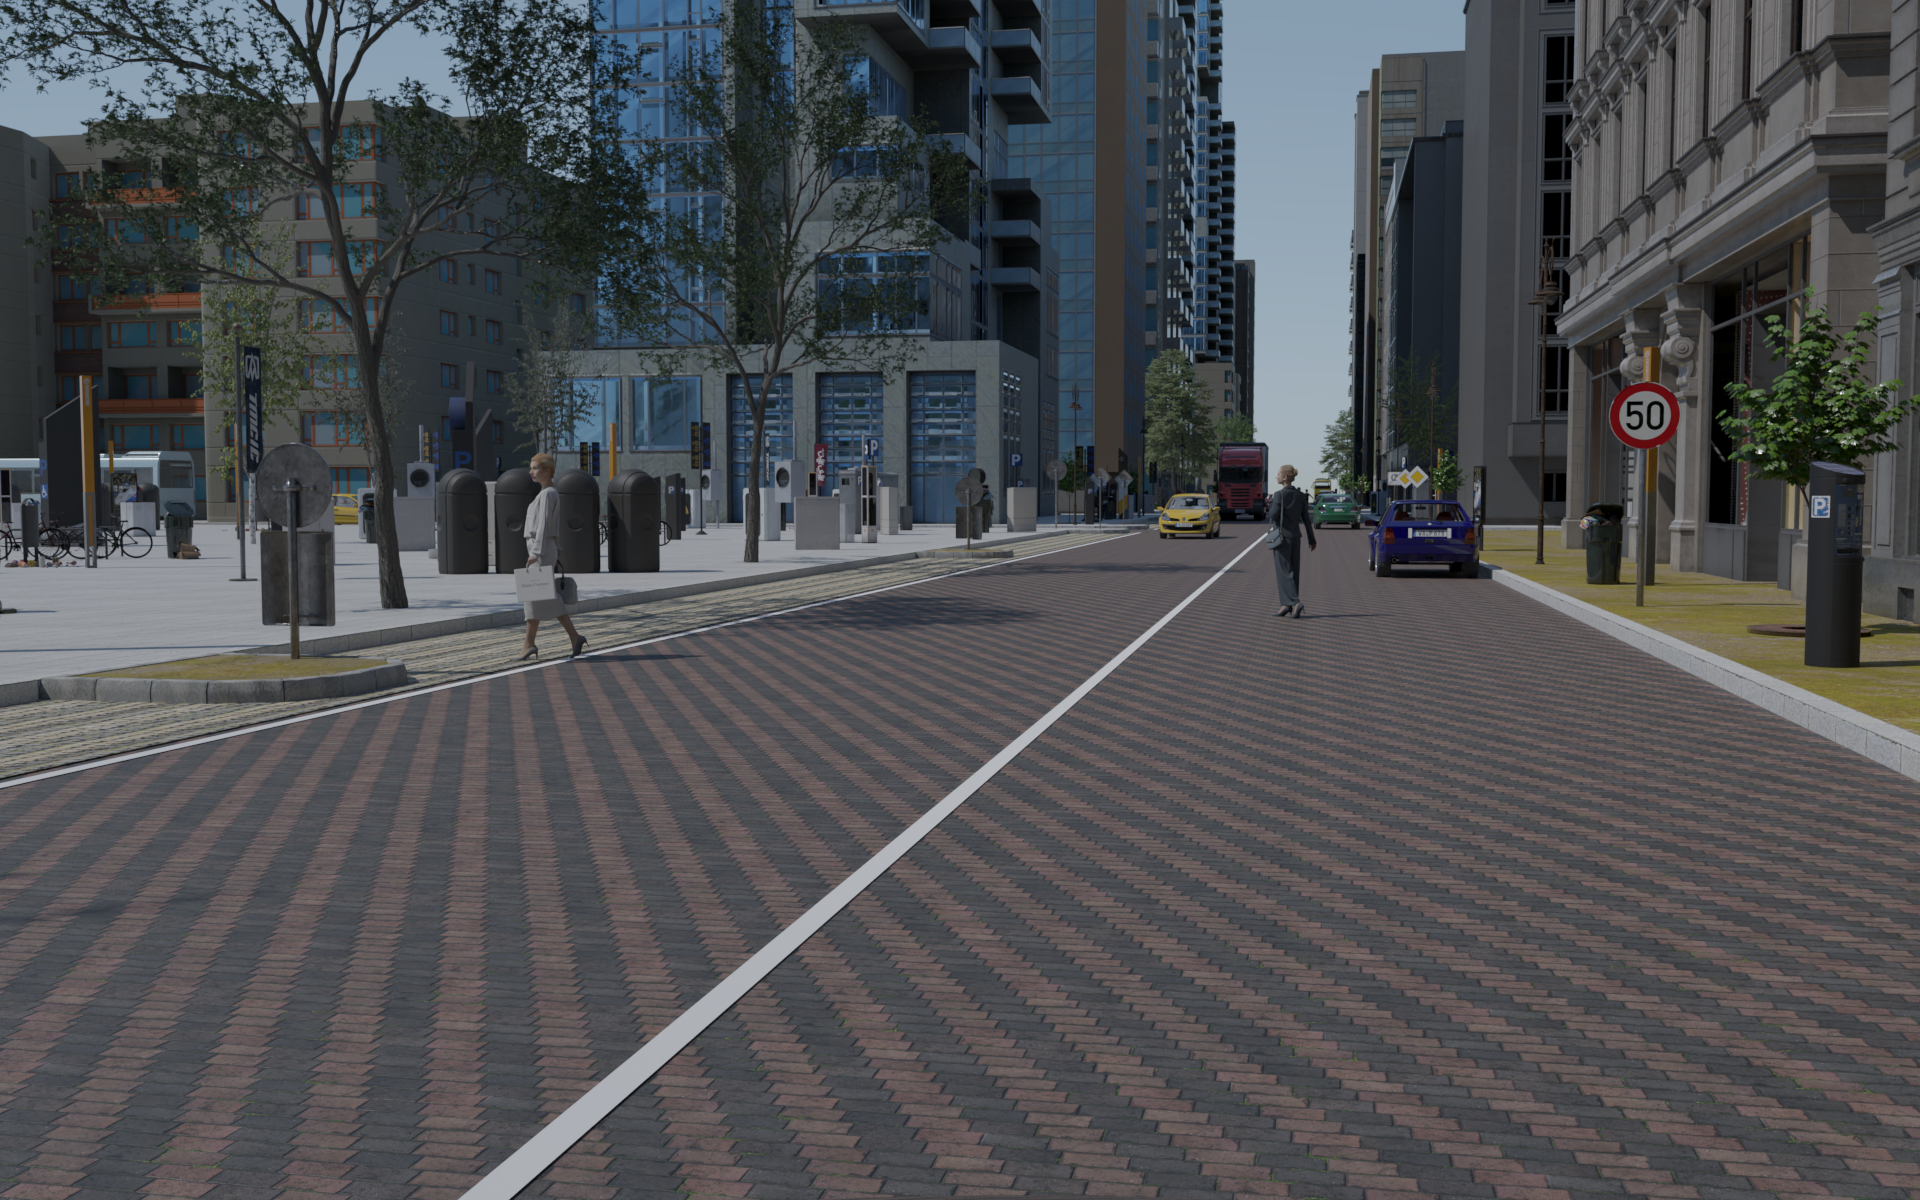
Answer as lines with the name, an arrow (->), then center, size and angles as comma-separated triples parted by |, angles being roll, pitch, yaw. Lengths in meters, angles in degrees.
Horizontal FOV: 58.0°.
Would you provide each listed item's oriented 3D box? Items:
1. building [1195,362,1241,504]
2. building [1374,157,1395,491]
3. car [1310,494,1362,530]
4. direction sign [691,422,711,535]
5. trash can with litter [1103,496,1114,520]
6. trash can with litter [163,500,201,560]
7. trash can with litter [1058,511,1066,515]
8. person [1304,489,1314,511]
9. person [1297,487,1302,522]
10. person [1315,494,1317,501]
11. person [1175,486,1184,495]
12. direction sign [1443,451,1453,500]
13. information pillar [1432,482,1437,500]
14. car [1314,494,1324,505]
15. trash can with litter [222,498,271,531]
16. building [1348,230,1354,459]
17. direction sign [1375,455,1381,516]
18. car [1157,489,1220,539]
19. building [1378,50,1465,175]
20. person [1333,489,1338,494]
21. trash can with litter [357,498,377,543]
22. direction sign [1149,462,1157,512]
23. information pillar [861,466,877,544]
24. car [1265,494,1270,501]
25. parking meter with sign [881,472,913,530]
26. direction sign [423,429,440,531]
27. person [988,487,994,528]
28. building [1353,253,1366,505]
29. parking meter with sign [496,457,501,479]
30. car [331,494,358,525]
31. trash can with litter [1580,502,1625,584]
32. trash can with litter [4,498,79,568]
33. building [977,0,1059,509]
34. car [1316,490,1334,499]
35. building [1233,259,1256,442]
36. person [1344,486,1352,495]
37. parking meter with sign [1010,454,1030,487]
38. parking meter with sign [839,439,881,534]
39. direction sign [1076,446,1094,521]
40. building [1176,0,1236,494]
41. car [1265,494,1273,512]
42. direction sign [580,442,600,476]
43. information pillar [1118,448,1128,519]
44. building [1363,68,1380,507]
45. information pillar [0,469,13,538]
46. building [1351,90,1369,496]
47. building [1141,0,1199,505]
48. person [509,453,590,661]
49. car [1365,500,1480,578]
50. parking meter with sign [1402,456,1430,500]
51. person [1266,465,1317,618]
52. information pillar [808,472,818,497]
building -> 25.123, -24.473, 245.168 | 27.650, 21.520, 28.899 | 1, 4, 11
building -> 43.178, -23.142, 150.078 | 14.160, 30.474, 14.107 | 1, 4, 11
car -> 15.558, -3.655, 71.555 | 2.131, 1.459, 4.920 | 1, 4, 11
direction sign -> -8.156, -3.826, 54.545 | 0.379, 3.537, 0.876 | 2, 4, 34
trash can with litter -> 7.391, -4.625, 87.010 | 0.624, 1.170, 1.055 | 0, 4, -5
trash can with litter -> -15.325, -1.401, 34.295 | 0.624, 1.170, 1.055 | -3, 5, -45
trash can with litter -> 5.408, -5.853, 106.761 | 2.233, 1.210, 1.678 | 2, 4, 32
person -> 30.159, -8.723, 150.751 | 1.348, 1.869, 0.705 | 0, 4, -1
person -> 17.490, -4.962, 89.835 | 0.583, 1.804, 0.606 | 1, 4, 9
person -> 43.066, -12.082, 209.265 | 0.599, 1.433, 0.991 | -1, 4, -10
person -> 11.246, -4.890, 88.419 | 0.573, 1.828, 0.580 | -3, 5, -43
direction sign -> 25.545, -6.066, 91.182 | 0.876, 3.537, 0.379 | -1, 4, -13
information pillar -> 23.128, -4.873, 84.160 | 0.304, 2.012, 0.304 | -2, 4, -26
car -> 34.589, -9.307, 164.171 | 2.014, 1.417, 4.499 | 1, 4, 11
trash can with litter -> -24.490, -3.000, 60.112 | 2.233, 1.210, 1.678 | 1, 4, 14
building -> 74.381, -40.408, 280.281 | 23.786, 49.044, 30.456 | 1, 4, 11
direction sign -> 24.292, -6.635, 100.475 | 0.379, 3.537, 0.876 | 0, 4, -2
car -> 7.519, -2.834, 56.557 | 2.015, 1.641, 3.980 | 1, 4, 13
building -> 46.465, -29.349, 163.456 | 14.154, 41.232, 14.086 | 1, 4, 11
person -> 28.503, -7.528, 131.391 | 0.447, 1.846, 0.655 | 0, 4, 4
trash can with litter -> -15.229, -2.068, 45.207 | 0.624, 1.170, 1.055 | 0, 4, 3
direction sign -> 13.584, -7.942, 121.843 | 0.379, 3.537, 0.876 | 3, 5, 41
information pillar -> -2.358, -2.480, 45.046 | 0.304, 2.012, 0.304 | -3, 4, -37
car -> 28.210, -9.024, 157.767 | 2.015, 1.641, 3.980 | 1, 4, 10
parking meter with sign -> -2.521, -3.945, 60.763 | 1.738, 3.016, 0.543 | -2, 4, -28
direction sign -> -18.441, -4.186, 60.437 | 0.876, 3.537, 0.379 | 2, 4, 35
person -> 1.080, -3.757, 70.023 | 0.694, 1.812, 0.767 | -2, 4, -33
building -> 54.416, -26.652, 207.460 | 14.160, 30.474, 14.107 | 1, 4, 11
parking meter with sign -> -20.942, -5.232, 81.804 | 1.738, 3.016, 0.543 | -2, 4, -30
car -> -25.796, -3.890, 73.828 | 3.980, 1.641, 2.015 | 1, 4, 12
trash can with litter -> 9.159, -0.823, 24.843 | 0.624, 1.170, 1.055 | 1, 4, 13
trash can with litter -> -16.369, -1.219, 30.986 | 1.678, 1.210, 2.233 | 0, 4, -8
building -> 16.115, -53.747, 191.437 | 22.319, 86.520, 31.000 | 1, 4, 11
car -> 37.733, -10.366, 178.150 | 2.281, 1.827, 5.304 | 1, 4, 13
building -> 42.770, -37.389, 294.897 | 14.154, 41.232, 14.086 | 1, 4, 11
person -> 19.229, -4.738, 85.884 | 0.656, 1.842, 0.836 | 3, 5, 39
parking meter with sign -> 2.764, -4.837, 75.343 | 0.543, 3.016, 1.738 | 2, 4, 24
parking meter with sign -> -3.472, -3.605, 55.202 | 1.738, 3.016, 0.543 | 2, 4, 29
direction sign -> 5.878, -5.470, 81.431 | 0.876, 3.537, 0.379 | 1, 4, 19
building -> 33.481, -58.702, 272.441 | 22.319, 86.520, 31.000 | 1, 4, 11
car -> 25.743, -8.021, 140.178 | 2.155, 1.783, 4.494 | 1, 4, 13
direction sign -> -16.077, -5.095, 75.299 | 0.876, 3.537, 0.379 | -2, 4, -30
information pillar -> 8.228, -5.886, 87.592 | 0.504, 3.616, 0.183 | -1, 4, -16
building -> 48.965, -32.297, 178.159 | 14.600, 45.320, 14.200 | 1, 4, 11
information pillar -> -27.669, -2.796, 50.200 | 0.304, 2.012, 0.304 | -2, 4, -35
building -> 67.755, -43.392, 251.458 | 21.231, 58.520, 28.212 | 1, 4, 11
building -> 10.184, -33.204, 162.487 | 23.786, 49.044, 30.456 | 1, 4, 11
person -> -3.536, -0.369, 14.883 | 0.624, 1.780, 0.694 | 0, 4, 3
car -> 8.268, -1.129, 31.047 | 1.945, 1.354, 3.894 | 1, 4, 11
parking meter with sign -> 21.477, -5.156, 80.563 | 1.738, 3.016, 0.543 | 0, 4, -2
person -> 3.854, -0.684, 20.106 | 0.534, 1.772, 0.576 | 3, 4, 36
information pillar -> -4.933, -3.282, 58.153 | 0.304, 2.012, 0.304 | 0, 4, -1
